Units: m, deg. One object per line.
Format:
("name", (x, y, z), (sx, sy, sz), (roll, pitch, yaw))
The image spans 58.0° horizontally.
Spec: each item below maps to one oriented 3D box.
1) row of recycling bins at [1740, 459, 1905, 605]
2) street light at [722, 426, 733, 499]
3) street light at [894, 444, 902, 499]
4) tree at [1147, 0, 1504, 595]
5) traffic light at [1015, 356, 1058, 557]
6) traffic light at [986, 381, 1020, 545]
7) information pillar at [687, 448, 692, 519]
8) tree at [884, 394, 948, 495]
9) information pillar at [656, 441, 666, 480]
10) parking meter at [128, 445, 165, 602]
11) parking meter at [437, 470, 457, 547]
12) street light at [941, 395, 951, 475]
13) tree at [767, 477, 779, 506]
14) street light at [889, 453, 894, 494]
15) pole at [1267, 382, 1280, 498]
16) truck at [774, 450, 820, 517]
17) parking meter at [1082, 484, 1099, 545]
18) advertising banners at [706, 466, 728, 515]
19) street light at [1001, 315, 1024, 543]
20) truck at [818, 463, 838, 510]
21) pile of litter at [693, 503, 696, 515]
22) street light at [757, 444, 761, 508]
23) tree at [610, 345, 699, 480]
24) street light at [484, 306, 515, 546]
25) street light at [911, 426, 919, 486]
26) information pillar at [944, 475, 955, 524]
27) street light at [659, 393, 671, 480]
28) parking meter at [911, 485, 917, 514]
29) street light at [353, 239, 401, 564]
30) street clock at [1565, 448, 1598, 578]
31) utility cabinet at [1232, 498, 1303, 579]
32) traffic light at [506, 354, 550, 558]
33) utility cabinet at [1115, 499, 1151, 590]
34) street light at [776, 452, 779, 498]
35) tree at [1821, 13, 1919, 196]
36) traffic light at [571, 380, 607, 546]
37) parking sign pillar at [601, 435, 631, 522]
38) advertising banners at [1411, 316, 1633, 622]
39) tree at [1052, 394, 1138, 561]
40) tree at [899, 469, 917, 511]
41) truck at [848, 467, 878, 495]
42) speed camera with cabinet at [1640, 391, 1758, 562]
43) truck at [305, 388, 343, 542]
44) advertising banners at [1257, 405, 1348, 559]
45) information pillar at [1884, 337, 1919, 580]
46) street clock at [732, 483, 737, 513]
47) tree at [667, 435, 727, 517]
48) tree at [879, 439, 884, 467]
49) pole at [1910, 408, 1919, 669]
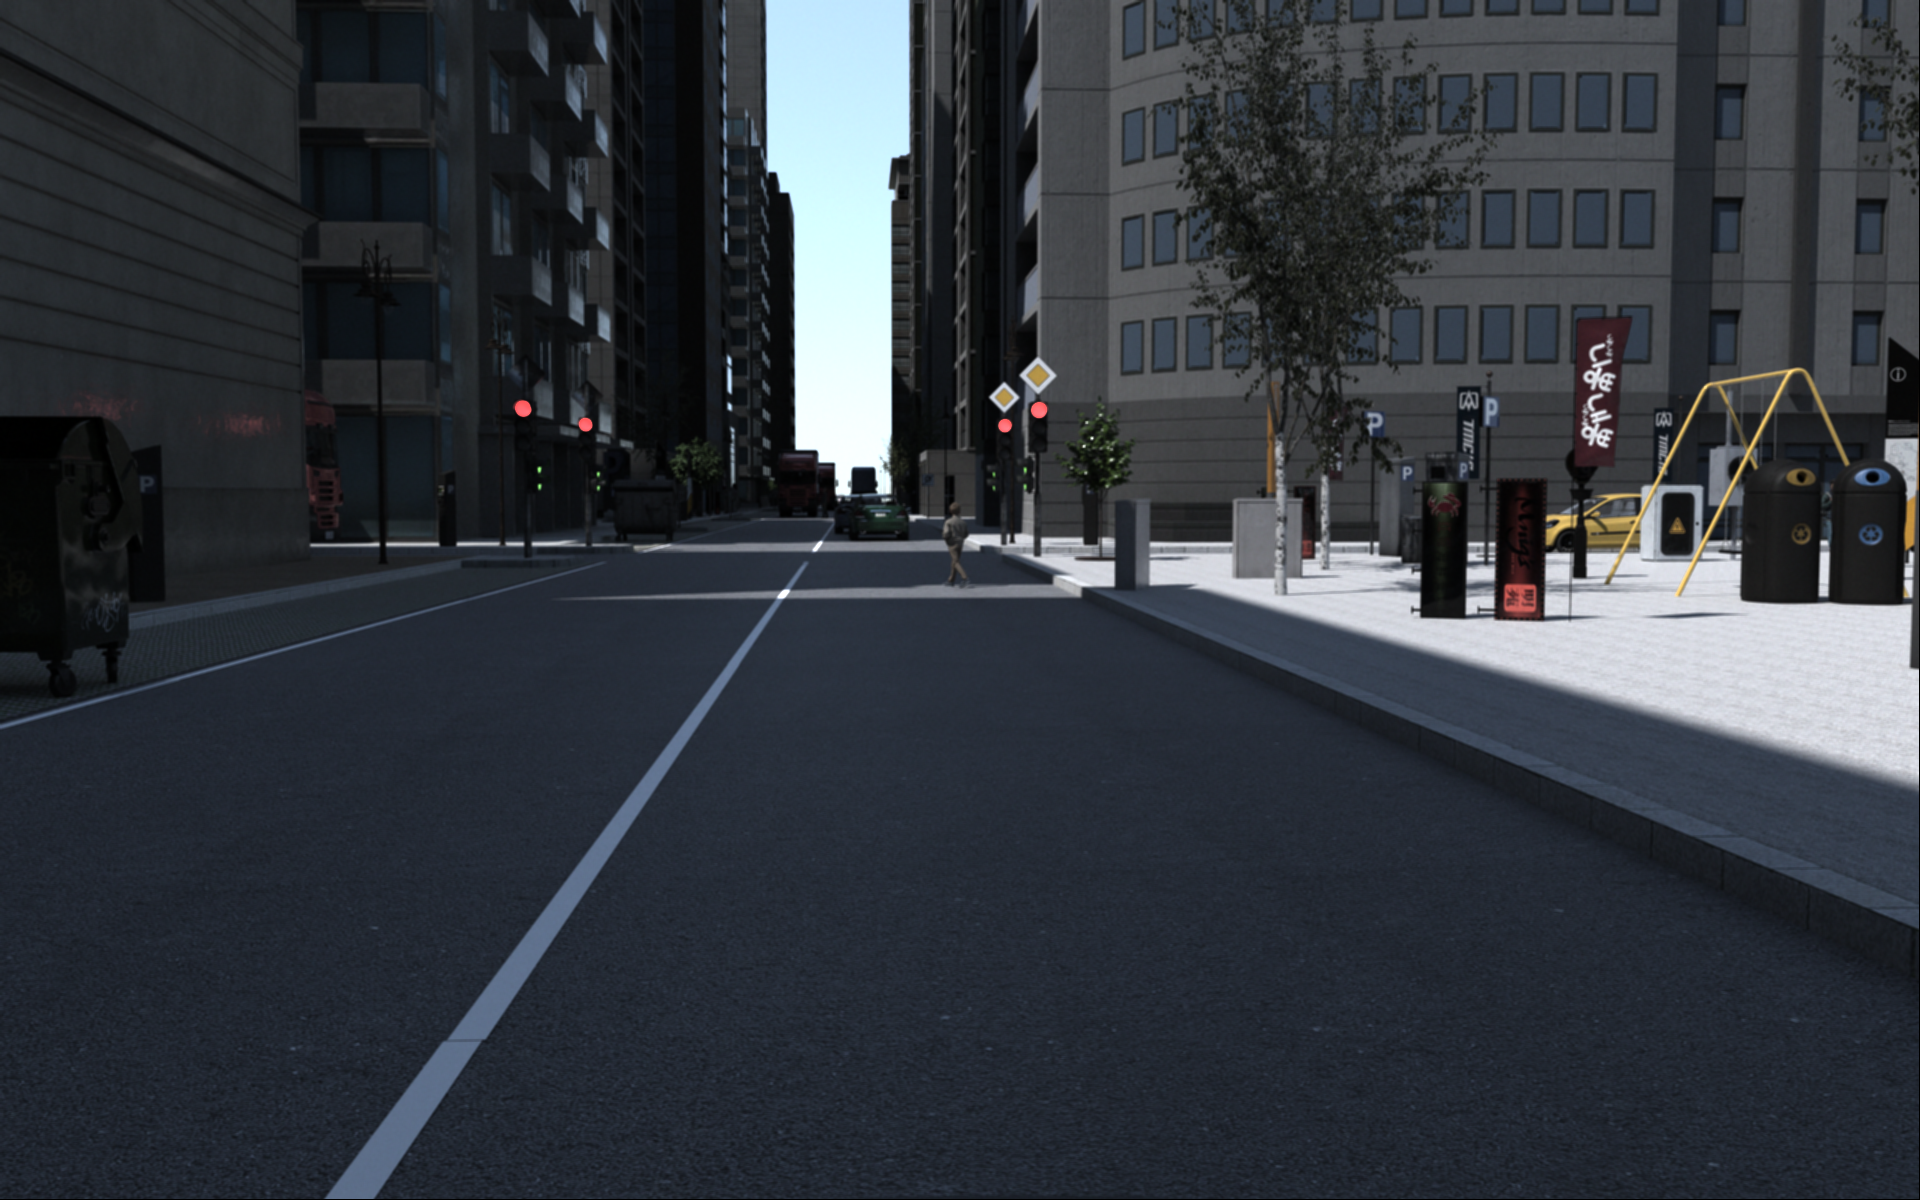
("row of recycling bins", (11.008, -0.795, 20.104), (3.534, 1.692, 1.069), (2, 4, 24))
("street light", (-15.503, -8.688, 114.838), (0.468, 5.910, 1.993), (0, 4, -3))
("street light", (-5.541, -11.354, 158.422), (0.468, 5.910, 1.993), (0, 4, -3))
("tree", (4.189, -4.353, 21.529), (4.360, 8.622, 3.978), (0, 3, 0))
("traffic light", (1.566, -2.841, 35.375), (0.839, 4.253, 0.868), (0, 4, -3))
("traffic light", (1.084, -3.329, 43.345), (0.839, 4.253, 0.868), (0, 4, -3))
("information pillar", (-13.731, -5.906, 87.923), (0.183, 3.616, 0.504), (-2, 4, -30))
("tree", (-2.903, -10.777, 126.562), (4.737, 8.622, 4.395), (0, 3, 0))
("information pillar", (-13.292, -5.230, 76.863), (0.183, 3.616, 0.504), (3, 5, 42))
("parking meter", (-9.717, -0.911, 20.612), (0.399, 1.863, 0.255), (-3, 5, -40))
("parking meter", (-12.548, -2.242, 42.360), (0.255, 1.863, 0.399), (2, 4, 30))
("street light", (-0.670, -6.614, 80.927), (0.468, 5.910, 1.993), (0, 4, -3))
("tree", (-21.925, -12.613, 200.830), (1.663, 3.219, 1.824), (0, 3, 0))
("street light", (-8.239, -14.223, 205.327), (0.468, 5.910, 1.993), (0, 4, -3))
("pole", (5.698, -2.306, 31.546), (0.158, 3.312, 0.155), (0, 3, 0))
("truck", (-10.416, -7.532, 112.055), (2.839, 4.237, 11.283), (0, 4, -4))
("parking meter", (3.265, -2.305, 43.394), (0.399, 1.863, 0.255), (1, 4, 11))
("advertising banners", (-15.214, -6.864, 108.407), (0.090, 3.025, 2.074), (2, 4, 33))
("street light", (1.362, -4.417, 45.002), (0.468, 5.910, 1.993), (0, 4, -3))
("truck", (-12.524, -10.234, 156.244), (2.839, 4.237, 11.283), (0, 4, -5))
("pile of litter", (-16.098, -5.515, 104.136), (1.719, 0.858, 1.176), (-1, 4, -12))
("street light", (-18.107, -11.231, 156.412), (0.468, 5.910, 1.993), (0, 4, -3))
("tree", (-14.874, -8.211, 84.607), (4.360, 8.622, 3.978), (0, 3, 0))
("street light", (-11.355, -4.284, 42.823), (0.468, 5.910, 1.993), (0, 4, -3))
("street light", (-3.295, -9.157, 122.510), (0.468, 5.910, 1.993), (0, 4, -3))
("information pillar", (-0.408, -3.875, 67.854), (0.304, 2.012, 0.304), (-2, 4, -31))
("street light", (-13.402, -6.491, 78.917), (0.468, 5.910, 1.993), (0, 4, -3))
("parking meter", (-2.933, -6.500, 111.990), (0.399, 1.863, 0.255), (0, 4, 7))
("street light", (-10.605, -3.601, 31.667), (0.468, 5.910, 1.993), (0, 4, -3))
("street clock", (9.458, -1.334, 26.381), (0.471, 2.002, 0.358), (1, 4, 14))
("utility cabinet", (4.689, -0.933, 26.422), (1.020, 1.237, 0.306), (0, 4, -6))
("traffic light", (-8.675, -2.802, 34.741), (0.839, 4.253, 0.868), (0, 4, -3))
("utility cabinet", (2.340, -0.757, 23.533), (0.306, 1.237, 1.020), (1, 4, 17))
("street light", (-20.248, -13.428, 192.330), (0.468, 5.910, 1.993), (0, 4, -3))
("tree", (10.378, -3.982, 15.469), (4.360, 8.622, 3.978), (0, 3, 0))
("traffic light", (-9.158, -3.290, 42.711), (0.839, 4.253, 0.868), (0, 4, -3))
("parking sign pillar", (-15.607, -5.523, 78.778), (1.447, 3.967, 1.447), (2, 4, 32))
("advertising banners", (5.644, -1.302, 17.484), (2.074, 3.025, 0.090), (2, 4, 24))
("tree", (2.606, -2.385, 33.596), (1.663, 3.219, 1.824), (0, 3, 0))
("tree", (-3.690, -8.481, 133.266), (1.663, 3.219, 1.824), (0, 3, 0))
("truck", (-9.046, -10.756, 165.623), (2.967, 4.110, 18.799), (0, 4, -5))
("speed camera with cabinet", (14.141, -2.373, 33.133), (2.038, 3.252, 0.660), (0, 4, -6))
("truck", (-18.748, -2.981, 37.648), (11.283, 4.237, 2.839), (0, 4, -2))
("advertising banners", (6.740, -2.311, 33.965), (2.074, 3.025, 0.090), (-1, 4, -22))
("information pillar", (14.036, -2.108, 25.823), (0.504, 3.616, 0.183), (1, 4, 22))
("street clock", (-15.278, -6.909, 117.527), (0.358, 2.002, 0.471), (-1, 4, -20))
("tree", (-14.633, -6.898, 96.491), (4.285, 4.588, 4.351), (0, 3, 0))
("tree", (-7.838, -15.900, 210.328), (4.737, 8.622, 4.395), (0, 3, 0))
("pole", (7.093, -1.147, 12.603), (0.158, 3.312, 0.155), (0, 3, 0))
